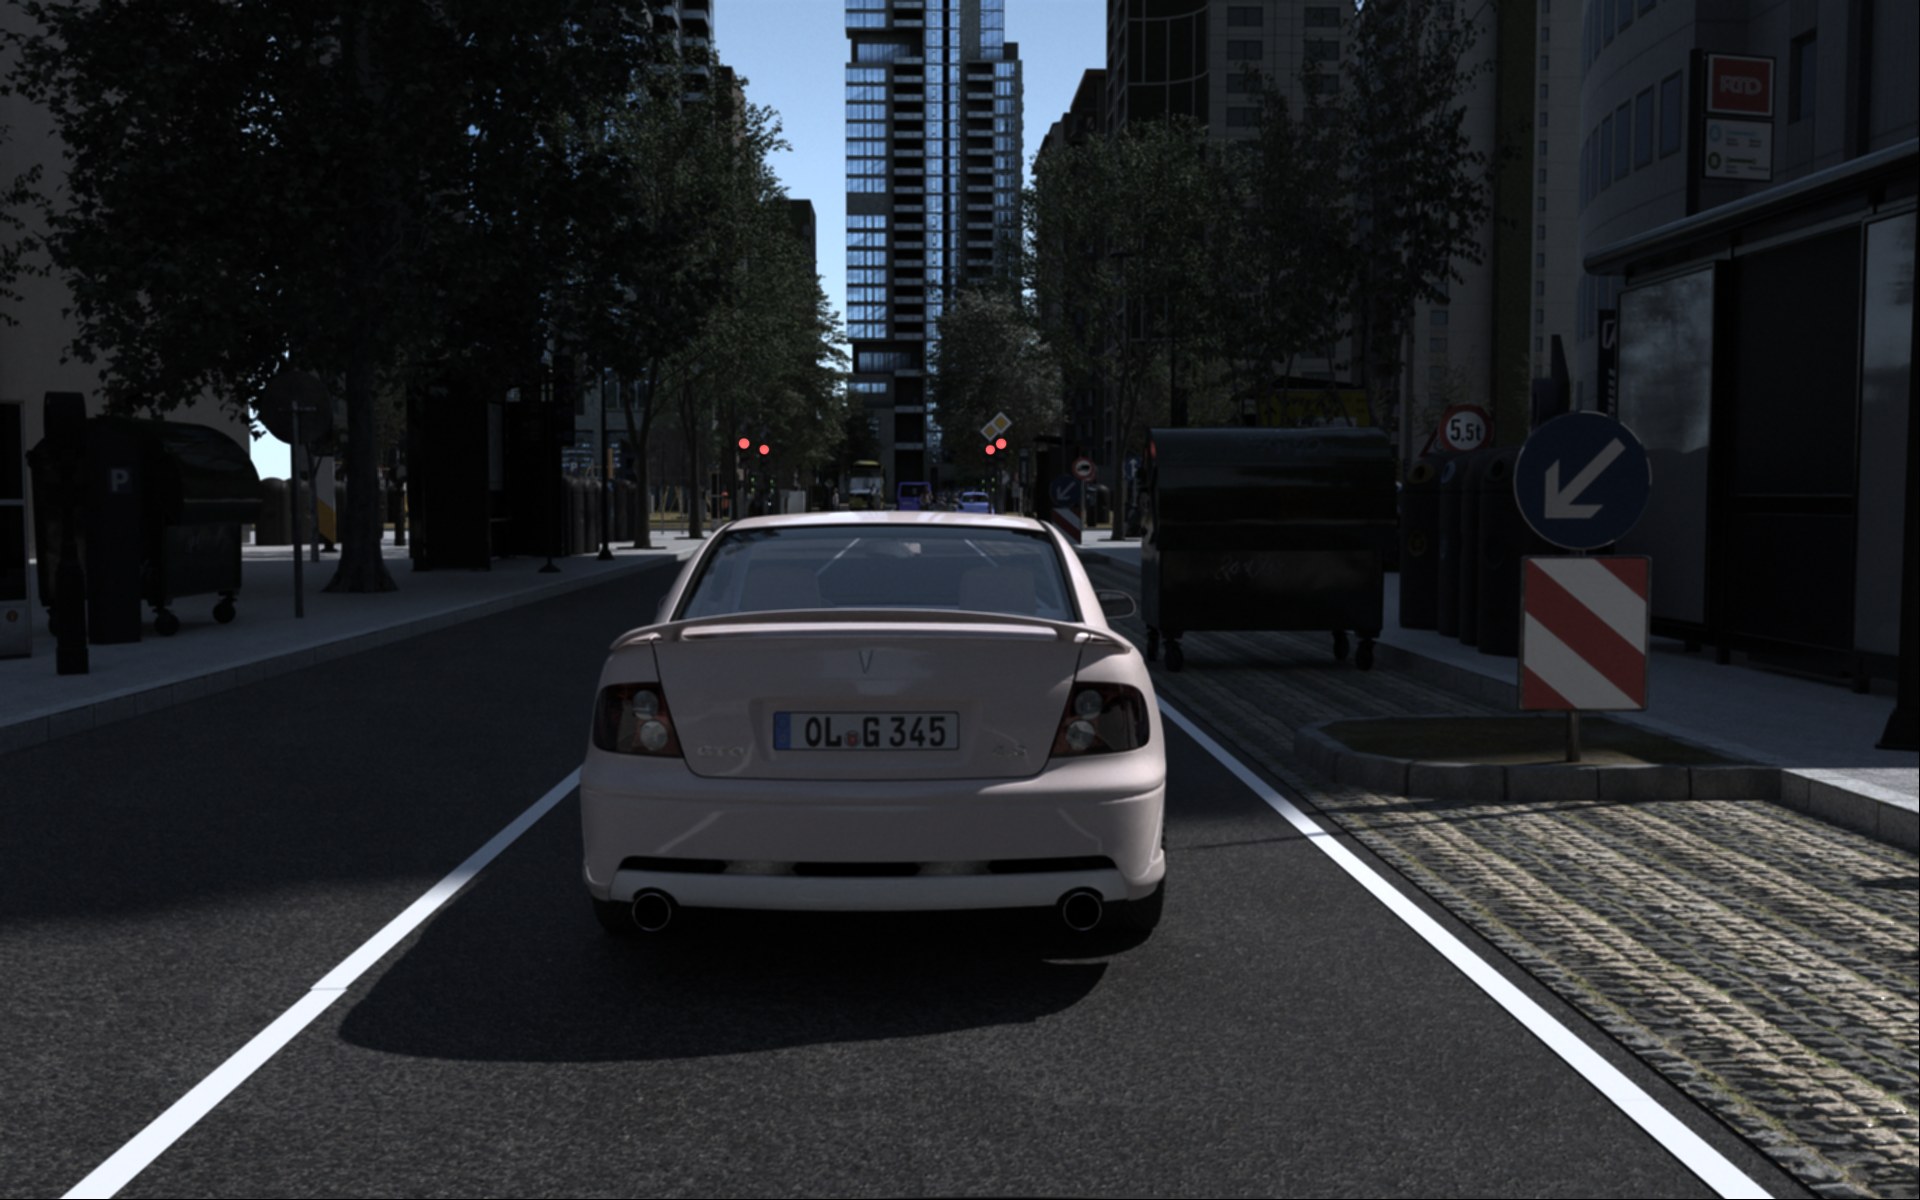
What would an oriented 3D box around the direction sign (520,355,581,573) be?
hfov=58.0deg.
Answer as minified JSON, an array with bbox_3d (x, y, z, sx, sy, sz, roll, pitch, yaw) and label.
[{"bbox_3d":[-6.740,-2.223,28.344,0.876,3.537,0.379,0,4,-4],"label":"direction sign"}]

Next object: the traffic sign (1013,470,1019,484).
[{"bbox_3d":[3.085,-5.388,88.199,0.768,2.556,0.104,0,4,0],"label":"traffic sign"}]

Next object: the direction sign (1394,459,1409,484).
[{"bbox_3d":[28.273,-7.280,111.022,0.876,3.537,0.379,1,4,21],"label":"direction sign"}]

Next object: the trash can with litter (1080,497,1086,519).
[{"bbox_3d":[6.281,-4.696,87.831,2.233,1.210,1.678,-1,4,-16],"label":"trash can with litter"}]

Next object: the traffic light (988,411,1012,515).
[{"bbox_3d":[1.363,-4.274,58.807,0.839,4.253,0.868,0,4,-2],"label":"traffic light"}]

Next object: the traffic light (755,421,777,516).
[{"bbox_3d":[-7.470,-4.747,66.530,0.839,4.253,0.868,0,4,-2],"label":"traffic light"}]

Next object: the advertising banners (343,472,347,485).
[{"bbox_3d":[-49.859,-8.702,138.471,2.074,3.025,0.090,-1,4,-22],"label":"advertising banners"}]

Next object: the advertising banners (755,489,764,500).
[{"bbox_3d":[-14.656,-8.122,128.974,2.074,3.025,0.090,0,4,8],"label":"advertising banners"}]

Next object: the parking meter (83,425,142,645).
[{"bbox_3d":[-7.276,-0.561,14.887,0.255,1.863,0.399,2,4,30],"label":"parking meter"}]

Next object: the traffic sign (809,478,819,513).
[{"bbox_3d":[-9.234,-6.590,107.747,0.884,2.594,0.081,0,4,0],"label":"traffic sign"}]

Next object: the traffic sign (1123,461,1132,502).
[{"bbox_3d":[6.317,-4.026,65.923,0.768,2.556,0.104,0,4,5],"label":"traffic sign"}]

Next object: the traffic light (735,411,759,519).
[{"bbox_3d":[-7.244,-4.259,58.548,0.839,4.253,0.868,0,4,-2],"label":"traffic light"}]

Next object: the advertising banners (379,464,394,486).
[{"bbox_3d":[-33.868,-6.508,102.596,0.090,3.025,2.074,1,4,11],"label":"advertising banners"}]

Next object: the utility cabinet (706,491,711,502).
[{"bbox_3d":[-16.050,-6.315,111.933,0.318,1.500,1.173,-2,4,-32],"label":"utility cabinet"}]

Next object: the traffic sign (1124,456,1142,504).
[{"bbox_3d":[5.863,-3.544,58.046,0.768,2.556,0.104,0,4,6],"label":"traffic sign"}]

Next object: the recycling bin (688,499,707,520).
[{"bbox_3d":[-12.850,-4.415,84.733,0.722,1.027,0.722,-2,4,-29],"label":"recycling bin"}]

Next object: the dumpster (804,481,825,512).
[{"bbox_3d":[-10.514,-7.501,125.130,1.502,2.255,1.985,0,4,-2],"label":"dumpster"}]

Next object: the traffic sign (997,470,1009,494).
[{"bbox_3d":[2.237,-5.622,92.029,0.768,2.556,0.104,0,4,4],"label":"traffic sign"}]

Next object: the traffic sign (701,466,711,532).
[{"bbox_3d":[-8.765,-3.592,58.732,0.884,2.594,0.081,0,4,-1],"label":"traffic sign"}]

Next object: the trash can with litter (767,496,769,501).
[{"bbox_3d":[-15.154,-7.634,136.211,0.624,1.170,1.055,-2,4,-23],"label":"trash can with litter"}]

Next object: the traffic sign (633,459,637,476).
[{"bbox_3d":[-10.609,-3.547,58.099,0.768,2.556,0.104,0,4,8],"label":"traffic sign"}]

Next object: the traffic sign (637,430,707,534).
[{"bbox_3d":[-9.144,-3.738,54.987,2.265,3.308,0.079,0,4,5],"label":"traffic sign"}]

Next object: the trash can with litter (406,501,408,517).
[{"bbox_3d":[-31.070,-5.237,97.004,1.055,1.170,0.624,1,4,16],"label":"trash can with litter"}]

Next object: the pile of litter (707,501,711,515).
[{"bbox_3d":[-15.185,-5.563,104.916,1.719,0.858,1.176,0,4,8],"label":"pile of litter"}]

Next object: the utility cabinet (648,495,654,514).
[{"bbox_3d":[-20.726,-6.322,114.519,1.020,1.237,0.306,2,4,28],"label":"utility cabinet"}]

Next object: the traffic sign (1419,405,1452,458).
[{"bbox_3d":[7.125,-1.546,25.279,0.884,2.594,0.081,0,4,1],"label":"traffic sign"}]

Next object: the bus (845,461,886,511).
[{"bbox_3d":[-6.973,-8.516,130.776,2.896,3.916,12.252,0,4,-1],"label":"bus"}]

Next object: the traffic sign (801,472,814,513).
[{"bbox_3d":[-8.746,-6.061,99.208,0.768,2.556,0.104,0,4,3],"label":"traffic sign"}]

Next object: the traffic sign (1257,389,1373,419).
[{"bbox_3d":[6.881,-2.437,33.719,2.265,3.308,0.079,0,4,-1],"label":"traffic sign"}]

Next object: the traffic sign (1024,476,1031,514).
[{"bbox_3d":[4.129,-6.762,110.657,0.768,2.556,0.104,0,4,5],"label":"traffic sign"}]

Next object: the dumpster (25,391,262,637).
[{"bbox_3d":[-7.671,-0.844,16.296,1.502,2.255,1.985,0,4,-2],"label":"dumpster"}]

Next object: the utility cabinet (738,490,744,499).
[{"bbox_3d":[-11.980,-5.242,94.390,0.318,1.500,1.173,-1,4,-14],"label":"utility cabinet"}]

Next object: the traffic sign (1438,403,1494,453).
[{"bbox_3d":[7.093,-1.484,24.378,0.768,2.556,0.104,0,4,5],"label":"traffic sign"}]

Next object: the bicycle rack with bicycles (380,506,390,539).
[{"bbox_3d":[-17.706,-2.251,50.185,2.852,0.926,2.925,-1,4,-10],"label":"bicycle rack with bicycles"}]

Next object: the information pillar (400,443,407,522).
[{"bbox_3d":[-25.500,-5.382,79.356,0.183,3.616,0.504,0,4,-2],"label":"information pillar"}]

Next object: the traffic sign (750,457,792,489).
[{"bbox_3d":[-10.263,-6.135,94.176,2.265,3.308,0.079,0,4,1],"label":"traffic sign"}]

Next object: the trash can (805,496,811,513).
[{"bbox_3d":[-11.870,-7.359,131.967,0.748,1.137,0.748,0,3,0],"label":"trash can"}]

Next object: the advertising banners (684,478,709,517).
[{"bbox_3d":[-13.735,-5.858,91.974,2.074,3.025,0.090,0,4,-3],"label":"advertising banners"}]

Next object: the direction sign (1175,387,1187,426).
[{"bbox_3d":[4.718,-2.754,37.020,0.379,3.537,0.876,1,4,23],"label":"direction sign"}]

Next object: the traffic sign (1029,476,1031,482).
[{"bbox_3d":[4.848,-7.293,119.339,0.768,2.556,0.104,0,4,7],"label":"traffic sign"}]

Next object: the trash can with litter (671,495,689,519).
[{"bbox_3d":[-14.123,-4.796,89.468,1.678,1.210,2.233,-2,4,-25],"label":"trash can with litter"}]

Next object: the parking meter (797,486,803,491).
[{"bbox_3d":[-11.160,-7.026,120.592,0.399,1.863,0.255,2,4,35],"label":"parking meter"}]

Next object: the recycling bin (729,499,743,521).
[{"bbox_3d":[-10.554,-4.263,82.248,0.722,1.027,0.722,-1,4,-17],"label":"recycling bin"}]

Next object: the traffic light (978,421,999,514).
[{"bbox_3d":[1.137,-4.763,66.788,0.839,4.253,0.868,0,4,-2],"label":"traffic light"}]

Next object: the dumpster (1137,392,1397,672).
[{"bbox_3d":[2.473,-0.573,14.324,1.985,2.255,1.502,0,4,-2],"label":"dumpster"}]

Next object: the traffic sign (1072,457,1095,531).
[{"bbox_3d":[4.227,-3.623,59.338,0.768,2.556,0.104,0,4,1],"label":"traffic sign"}]

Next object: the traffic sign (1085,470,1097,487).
[{"bbox_3d":[5.929,-4.886,79.996,0.768,2.556,0.104,0,4,7],"label":"traffic sign"}]

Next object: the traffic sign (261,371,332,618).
[{"bbox_3d":[-6.856,-1.088,17.894,0.768,2.556,0.104,0,4,6],"label":"traffic sign"}]

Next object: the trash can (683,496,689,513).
[{"bbox_3d":[-18.292,-6.305,114.737,0.748,1.137,0.748,0,3,0],"label":"trash can"}]

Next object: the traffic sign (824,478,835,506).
[{"bbox_3d":[-9.270,-7.472,123.345,0.795,2.450,0.064,0,4,4],"label":"traffic sign"}]

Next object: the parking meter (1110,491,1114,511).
[{"bbox_3d":[11.444,-7.426,129.819,0.372,1.533,0.369,0,3,0],"label":"parking meter"}]

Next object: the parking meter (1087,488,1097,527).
[{"bbox_3d":[5.110,-3.591,67.127,0.372,1.533,0.369,0,3,0],"label":"parking meter"}]

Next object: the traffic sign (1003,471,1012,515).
[{"bbox_3d":[2.429,-5.736,93.887,0.768,2.556,0.104,0,4,6],"label":"traffic sign"}]

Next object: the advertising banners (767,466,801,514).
[{"bbox_3d":[-10.869,-6.783,107.094,2.074,3.025,0.090,0,4,6],"label":"advertising banners"}]

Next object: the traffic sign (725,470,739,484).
[{"bbox_3d":[-12.000,-5.574,91.234,0.768,2.556,0.104,0,4,4],"label":"traffic sign"}]

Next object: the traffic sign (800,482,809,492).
[{"bbox_3d":[-11.458,-7.810,127.693,0.884,2.594,0.081,0,4,3],"label":"traffic sign"}]
